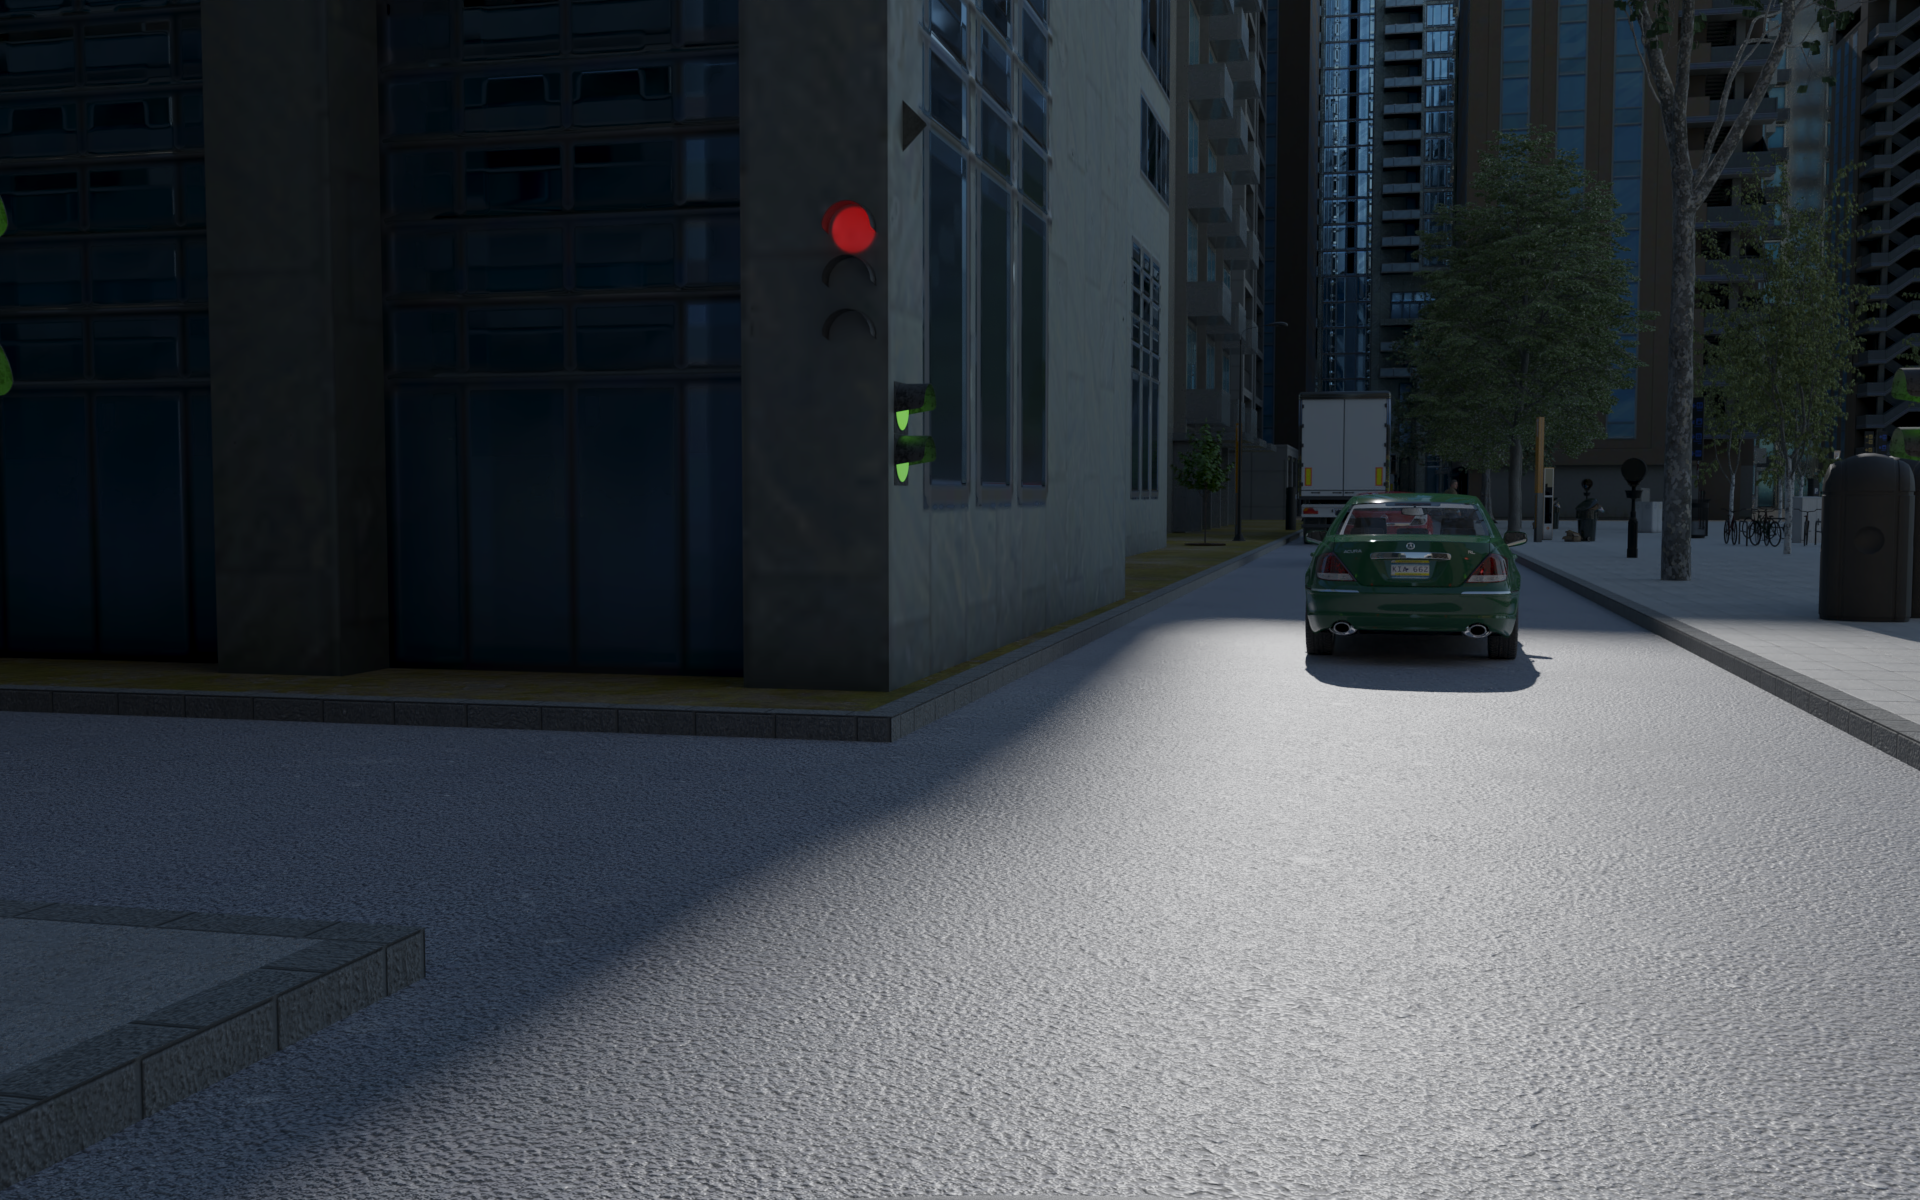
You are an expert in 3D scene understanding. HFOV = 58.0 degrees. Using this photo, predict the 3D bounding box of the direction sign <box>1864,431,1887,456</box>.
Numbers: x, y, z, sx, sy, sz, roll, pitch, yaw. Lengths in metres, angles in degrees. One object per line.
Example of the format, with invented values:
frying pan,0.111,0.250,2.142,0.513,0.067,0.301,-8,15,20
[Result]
direction sign,33.111,-4.325,62.712,0.876,3.537,0.379,0,4,-8

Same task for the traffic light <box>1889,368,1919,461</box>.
traffic light,5.822,-1.282,9.885,0.839,4.253,0.868,1,4,14

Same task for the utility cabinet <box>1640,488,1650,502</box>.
utility cabinet,24.383,-3.239,61.634,0.318,1.500,1.173,1,4,20

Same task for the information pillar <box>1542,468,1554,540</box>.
information pillar,16.300,-2.674,48.205,0.304,2.012,0.304,-1,4,-12

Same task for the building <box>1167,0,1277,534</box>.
building,-0.380,-27.268,65.437,23.786,49.044,30.456,1,4,14

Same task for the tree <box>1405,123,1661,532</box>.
tree,17.685,-8.289,53.659,7.486,12.596,7.792,0,3,0

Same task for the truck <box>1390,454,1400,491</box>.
truck,30.738,-8.439,126.891,2.839,4.237,11.283,1,4,15

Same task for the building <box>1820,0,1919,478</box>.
building,79.250,-29.929,139.455,14.200,45.320,14.600,1,4,14

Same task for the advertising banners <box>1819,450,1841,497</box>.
advertising banners,34.532,-4.455,69.034,2.074,3.025,0.090,-2,4,-35

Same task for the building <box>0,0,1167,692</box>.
building,-7.609,-43.645,26.262,22.319,86.520,31.000,1,4,14

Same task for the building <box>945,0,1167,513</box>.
building,16.689,-51.179,149.441,31.000,86.520,22.319,1,4,14

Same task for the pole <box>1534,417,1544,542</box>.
pole,15.358,-3.186,45.941,0.158,3.312,0.155,0,3,0

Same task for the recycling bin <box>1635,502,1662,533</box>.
recycling bin,22.806,-2.748,57.482,0.722,1.027,0.722,-3,5,-43

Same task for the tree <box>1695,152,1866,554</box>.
tree,17.510,-5.279,36.678,4.737,8.622,4.395,0,3,0

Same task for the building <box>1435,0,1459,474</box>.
building,50.859,-31.727,138.349,23.786,49.044,30.456,1,4,14

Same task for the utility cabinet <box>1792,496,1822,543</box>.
utility cabinet,22.304,-2.100,45.492,1.020,1.237,0.306,-2,4,-30

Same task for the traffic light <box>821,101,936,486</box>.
traffic light,-0.603,-1.377,11.440,0.839,4.253,0.868,1,4,14

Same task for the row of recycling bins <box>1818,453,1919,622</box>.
row of recycling bins,10.229,-0.701,18.581,1.069,1.692,3.534,3,5,45

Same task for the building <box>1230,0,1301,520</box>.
building,8.703,-40.225,95.933,20.563,71.187,20.611,1,4,14

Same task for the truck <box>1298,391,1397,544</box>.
truck,11.824,-3.901,52.690,2.839,4.237,11.283,1,4,14

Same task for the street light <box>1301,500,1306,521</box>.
street light,16.706,-6.635,81.020,1.470,5.913,1.316,1,4,14

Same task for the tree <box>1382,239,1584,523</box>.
tree,22.962,-9.687,75.391,9.611,12.733,9.660,0,3,0

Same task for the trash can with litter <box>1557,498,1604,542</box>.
trash can with litter,16.739,-2.152,46.566,1.055,1.170,0.624,-2,4,-31

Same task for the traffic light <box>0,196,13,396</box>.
traffic light,-2.507,-0.903,3.685,0.839,4.253,0.868,1,4,14

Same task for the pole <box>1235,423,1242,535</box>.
pole,8.036,-3.433,49.979,0.158,3.312,0.155,0,3,0

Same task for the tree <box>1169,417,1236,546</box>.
tree,6.231,-2.974,43.228,1.663,3.219,1.824,0,3,0

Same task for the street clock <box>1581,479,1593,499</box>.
street clock,29.303,-4.673,80.969,0.471,2.002,0.358,0,4,4

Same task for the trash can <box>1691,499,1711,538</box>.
trash can,21.388,-2.361,50.260,0.748,1.137,0.748,0,3,0

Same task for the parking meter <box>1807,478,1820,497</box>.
parking meter,31.791,-3.598,64.535,0.399,1.863,0.255,-2,4,-27

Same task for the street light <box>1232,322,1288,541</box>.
street light,8.147,-4.555,47.018,1.470,5.913,1.316,1,4,14

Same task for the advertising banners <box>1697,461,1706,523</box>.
advertising banners,27.125,-4.112,63.427,0.090,3.025,2.074,1,4,16

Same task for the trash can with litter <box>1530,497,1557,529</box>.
trash can with litter,21.323,-3.163,63.104,1.055,1.170,0.624,1,4,23

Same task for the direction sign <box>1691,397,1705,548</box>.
direction sign,17.074,-2.985,40.799,0.379,3.537,0.876,-3,4,-38

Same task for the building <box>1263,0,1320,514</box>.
building,15.993,-28.301,112.826,14.600,45.320,14.200,1,4,14

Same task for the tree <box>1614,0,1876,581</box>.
tree,11.638,-10.287,24.087,12.611,20.169,13.585,0,3,0

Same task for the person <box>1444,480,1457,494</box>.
person,13.994,-2.504,49.346,0.656,1.842,0.836,3,4,38

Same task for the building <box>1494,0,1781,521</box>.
building,33.303,-26.898,89.899,14.600,45.320,14.200,1,4,14

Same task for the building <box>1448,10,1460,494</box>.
building,36.770,-20.327,104.050,14.160,30.474,14.107,1,4,14

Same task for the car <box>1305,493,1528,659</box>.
car,4.346,-0.294,16.600,2.131,1.459,4.920,1,4,15

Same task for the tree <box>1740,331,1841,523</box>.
tree,36.847,-7.770,77.399,4.360,8.622,3.978,0,3,0

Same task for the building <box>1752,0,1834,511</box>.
building,81.966,-33.432,166.227,30.456,49.044,23.786,1,4,14

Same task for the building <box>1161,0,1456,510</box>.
building,37.777,-52.751,175.152,31.000,86.520,22.319,1,4,14

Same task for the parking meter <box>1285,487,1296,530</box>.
parking meter,11.771,-3.254,61.611,0.372,1.533,0.369,0,3,0

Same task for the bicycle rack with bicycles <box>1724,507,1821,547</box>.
bicycle rack with bicycles,20.275,-1.810,42.982,2.852,0.926,2.925,1,4,20

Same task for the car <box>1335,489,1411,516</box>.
car,8.752,-1.617,35.470,2.155,1.783,4.494,1,4,15

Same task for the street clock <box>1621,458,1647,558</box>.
street clock,13.523,-1.848,34.784,0.471,2.002,0.358,2,4,29
